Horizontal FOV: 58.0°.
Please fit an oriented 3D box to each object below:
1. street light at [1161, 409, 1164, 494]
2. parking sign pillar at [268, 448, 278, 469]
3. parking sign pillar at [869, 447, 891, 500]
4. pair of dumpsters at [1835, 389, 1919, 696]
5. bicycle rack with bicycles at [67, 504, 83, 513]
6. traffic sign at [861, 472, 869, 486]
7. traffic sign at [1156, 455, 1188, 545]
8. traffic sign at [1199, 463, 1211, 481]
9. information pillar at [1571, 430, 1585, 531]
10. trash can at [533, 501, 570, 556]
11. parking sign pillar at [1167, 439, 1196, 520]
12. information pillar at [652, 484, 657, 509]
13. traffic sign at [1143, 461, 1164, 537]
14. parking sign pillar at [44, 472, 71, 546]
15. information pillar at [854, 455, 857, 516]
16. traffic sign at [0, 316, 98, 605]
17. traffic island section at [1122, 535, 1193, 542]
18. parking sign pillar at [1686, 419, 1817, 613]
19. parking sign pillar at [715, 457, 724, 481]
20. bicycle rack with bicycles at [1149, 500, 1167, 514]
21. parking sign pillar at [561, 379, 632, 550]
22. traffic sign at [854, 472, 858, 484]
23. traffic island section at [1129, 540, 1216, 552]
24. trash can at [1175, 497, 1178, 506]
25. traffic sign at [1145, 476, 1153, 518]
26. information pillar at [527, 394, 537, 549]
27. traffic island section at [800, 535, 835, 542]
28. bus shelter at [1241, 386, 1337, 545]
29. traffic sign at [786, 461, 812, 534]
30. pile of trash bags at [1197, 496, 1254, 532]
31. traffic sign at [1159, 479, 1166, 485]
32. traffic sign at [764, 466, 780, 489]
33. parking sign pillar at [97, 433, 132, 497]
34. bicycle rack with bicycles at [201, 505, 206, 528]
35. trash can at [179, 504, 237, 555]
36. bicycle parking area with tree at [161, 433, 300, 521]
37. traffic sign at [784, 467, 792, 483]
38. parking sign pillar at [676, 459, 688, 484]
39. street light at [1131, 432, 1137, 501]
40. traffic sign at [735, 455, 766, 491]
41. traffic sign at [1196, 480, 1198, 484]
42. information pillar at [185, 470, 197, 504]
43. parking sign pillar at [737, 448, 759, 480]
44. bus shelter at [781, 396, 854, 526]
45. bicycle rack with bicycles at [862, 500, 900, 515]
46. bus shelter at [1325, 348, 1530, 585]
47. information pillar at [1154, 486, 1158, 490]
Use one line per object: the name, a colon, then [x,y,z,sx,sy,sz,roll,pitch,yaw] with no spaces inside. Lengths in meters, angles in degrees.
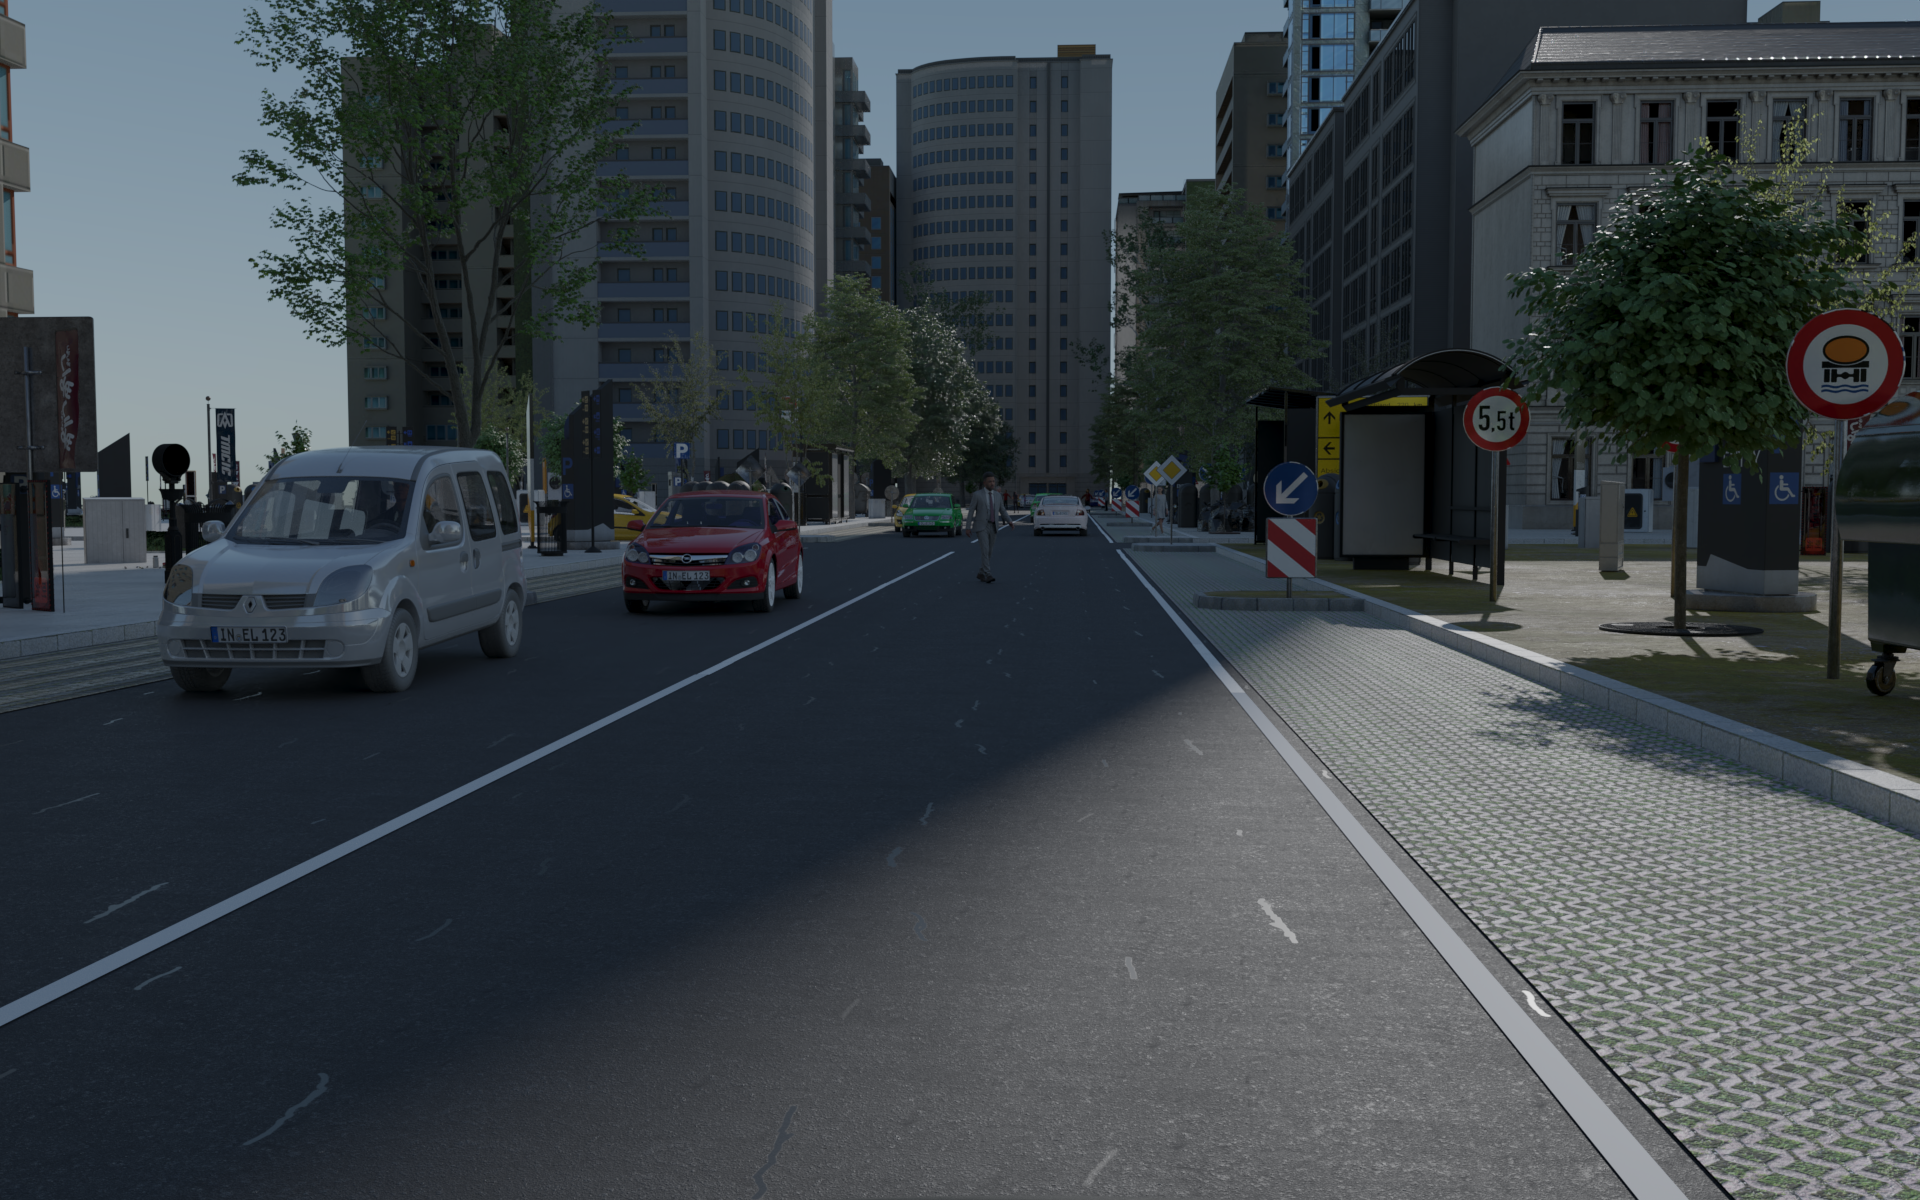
street light: [10.228,-7.030,87.724,0.468,5.910,1.993,0,4,4]
parking sign pillar: [-39.800,-6.866,100.727,1.447,3.967,1.447,-2,4,-35]
parking sign pillar: [-4.550,-6.748,98.798,1.447,3.967,1.447,-3,5,-41]
pair of dumpsters: [6.261,-0.393,8.912,1.574,2.255,4.437,0,4,4]
bicycle rack with bicycles: [-53.748,-5.670,106.093,2.925,0.926,2.852,-1,4,-11]
traffic sign: [-5.396,-6.166,100.927,0.768,2.556,0.104,0,4,8]
traffic sign: [5.373,-2.467,43.983,0.795,2.450,0.064,0,4,4]
traffic sign: [10.330,-4.406,72.146,0.768,2.556,0.104,0,4,7]
information pillar: [21.298,-4.173,59.580,0.504,3.616,0.183,-2,4,-34]
trash can: [-8.433,-1.476,35.784,0.748,1.137,0.748,0,3,0]
parking sign pillar: [10.889,-5.899,84.923,1.447,3.967,1.447,2,4,33]
information pillar: [-21.623,-7.220,122.536,0.304,2.012,0.304,1,4,9]
traffic sign: [5.884,-2.955,51.952,0.795,2.450,0.064,0,4,4]
parking sign pillar: [-23.012,-3.345,43.156,1.447,3.967,1.447,1,4,23]
information pillar: [-6.243,-6.682,100.609,0.504,3.616,0.183,0,4,-3]
traffic sign: [-11.035,-1.596,19.967,2.265,3.308,0.079,0,4,5]
traffic island section: [5.908,-1.819,52.028,2.009,0.180,2.903,0,4,4]
parking sign pillar: [8.803,-1.886,19.302,1.447,3.967,1.447,-1,4,-9]
parking sign pillar: [-17.484,-8.402,125.844,1.447,3.967,1.447,-1,4,-17]
bicycle rack with bicycles: [12.857,-5.586,104.715,2.925,0.926,2.852,0,4,-6]
parking sign pillar: [-8.651,-3.166,40.233,1.447,3.967,1.447,2,4,32]
traffic sign: [-6.170,-5.998,98.171,0.768,2.556,0.104,1,4,12]
traffic island section: [5.397,-1.332,44.059,2.009,0.180,2.903,0,4,4]
trash can: [11.335,-4.706,88.594,0.748,1.137,0.748,0,3,0]
traffic sign: [10.265,-5.664,92.708,0.768,2.556,0.104,1,4,13]
information pillar: [-10.103,-3.022,40.761,0.183,3.616,0.504,-1,4,-22]
traffic island section: [-4.911,-1.862,52.724,2.009,0.180,2.903,0,4,4]
bus shelter: [7.763,-3.027,40.769,1.731,3.624,6.357,0,4,4]
traffic sign: [-4.887,-2.998,52.661,0.795,2.450,0.064,0,4,4]
pile of trash bags: [9.865,-3.011,58.981,3.447,1.369,1.912,0,4,-2]
traffic sign: [9.998,-5.166,86.598,0.606,2.300,0.079,1,4,13]
traffic sign: [-8.688,-4.857,79.417,0.884,2.594,0.081,1,4,13]
parking sign pillar: [-36.995,-5.337,75.735,1.447,3.967,1.447,-3,4,-39]
bicycle rack with bicycles: [-24.704,-2.702,57.553,2.925,0.926,2.852,-1,4,-20]
trash can: [-10.513,-0.770,24.240,0.748,1.137,0.748,0,3,0]
bicycle parking area with tree: [-33.069,-5.850,82.653,9.016,4.147,8.231,-3,5,-42]
traffic sign: [-7.803,-4.922,80.588,0.768,2.556,0.104,0,4,4]
parking sign pillar: [-15.326,-6.544,95.465,1.447,3.967,1.447,-1,4,-18]
street light: [12.702,-9.397,126.428,0.468,5.910,1.993,0,4,4]
traffic sign: [-5.398,-2.511,44.692,0.795,2.450,0.064,0,4,4]
traffic sign: [12.715,-5.843,95.540,0.884,2.594,0.081,1,4,9]
information pillar: [-23.980,-3.030,54.027,0.304,2.012,0.304,-1,4,-19]
parking sign pillar: [-12.229,-6.822,100.018,1.447,3.967,1.447,0,4,-7]
bus shelter: [-6.094,-5.856,73.379,2.179,5.291,8.768,0,4,4]
bicycle rack with bicycles: [-4.424,-5.582,104.644,2.852,0.926,2.925,3,5,42]
bus shelter: [7.047,-2.008,26.755,2.014,3.302,5.546,0,4,4]
information pillar: [13.889,-7.202,122.251,0.304,2.012,0.304,-3,4,-36]
